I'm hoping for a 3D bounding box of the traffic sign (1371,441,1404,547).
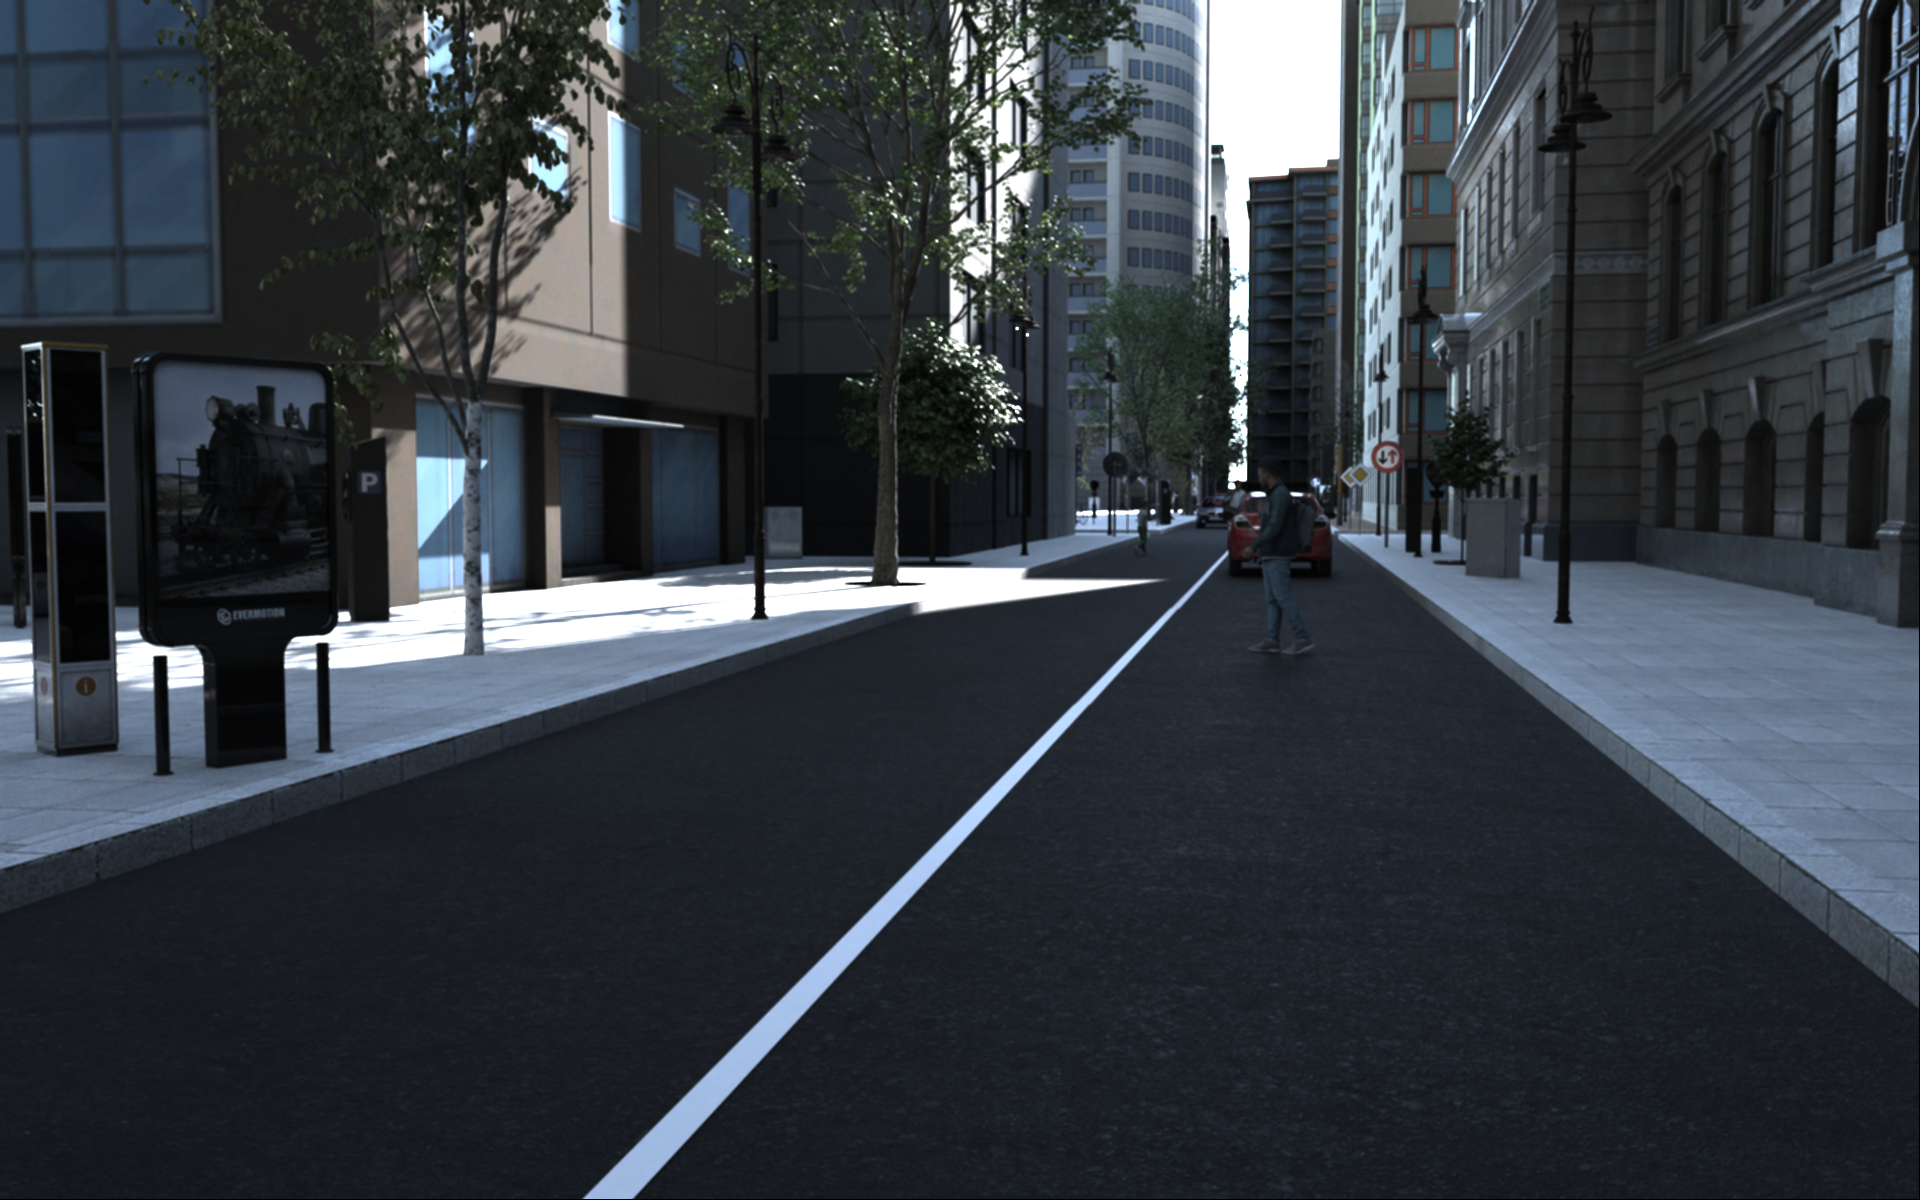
[{"bbox_3d":[10.263,-2.538,41.609,0.768,2.556,0.104,1,4,15],"label":"traffic sign"}]

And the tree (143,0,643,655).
[{"bbox_3d":[-4.074,-3.875,13.722,4.737,8.622,4.395,0,3,0],"label":"tree"}]

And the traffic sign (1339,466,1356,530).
[{"bbox_3d":[13.950,-3.564,61.913,0.795,2.450,0.064,1,4,11],"label":"traffic sign"}]

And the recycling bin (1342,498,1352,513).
[{"bbox_3d":[25.706,-6.305,115.648,0.722,1.027,0.722,0,4,-2],"label":"recycling bin"}]

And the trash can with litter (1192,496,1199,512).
[{"bbox_3d":[16.678,-6.932,124.729,1.055,1.170,0.624,-3,5,-44],"label":"trash can with litter"}]

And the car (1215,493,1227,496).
[{"bbox_3d":[13.865,-4.930,89.641,2.155,1.783,4.494,1,4,11],"label":"car"}]

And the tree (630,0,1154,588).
[{"bbox_3d":[-0.910,-6.003,23.901,9.928,11.665,9.643,0,3,0],"label":"tree"}]

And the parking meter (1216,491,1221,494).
[{"bbox_3d":[19.915,-7.658,133.625,0.372,1.533,0.369,0,3,0],"label":"parking meter"}]

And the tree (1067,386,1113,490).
[{"bbox_3d":[7.706,-10.062,114.882,4.360,8.622,3.978,0,3,0],"label":"tree"}]

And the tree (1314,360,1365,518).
[{"bbox_3d":[21.400,-8.797,94.199,4.360,8.622,3.978,0,3,0],"label":"tree"}]

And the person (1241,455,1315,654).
[{"bbox_3d":[2.866,-0.418,15.679,0.721,1.781,0.623,0,4,-1],"label":"person"}]

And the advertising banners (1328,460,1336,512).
[{"bbox_3d":[19.175,-5.693,89.267,0.090,3.025,2.074,1,4,21],"label":"advertising banners"}]

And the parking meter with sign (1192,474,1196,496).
[{"bbox_3d":[18.551,-8.551,136.077,0.543,3.016,1.738,1,4,14],"label":"parking meter with sign"}]

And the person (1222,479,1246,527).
[{"bbox_3d":[7.455,-2.350,47.030,0.679,1.850,0.850,0,4,2],"label":"person"}]

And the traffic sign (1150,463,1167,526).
[{"bbox_3d":[7.985,-4.271,69.939,0.768,2.556,0.104,1,4,11],"label":"traffic sign"}]

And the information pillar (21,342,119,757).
[{"bbox_3d":[-4.407,-0.250,8.586,0.304,2.012,0.304,3,5,44],"label":"information pillar"}]

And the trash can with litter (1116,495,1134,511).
[{"bbox_3d":[12.008,-7.180,128.458,2.233,1.210,1.678,-1,4,-23],"label":"trash can with litter"}]

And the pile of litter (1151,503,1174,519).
[{"bbox_3d":[10.157,-4.529,88.009,1.176,0.858,1.719,-3,4,-39],"label":"pile of litter"}]

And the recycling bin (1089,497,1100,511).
[{"bbox_3d":[10.266,-7.325,132.315,0.722,1.027,0.722,1,4,19],"label":"recycling bin"}]

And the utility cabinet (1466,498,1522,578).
[{"bbox_3d":[8.265,-0.959,26.844,0.306,1.237,1.020,-1,4,-19],"label":"utility cabinet"}]

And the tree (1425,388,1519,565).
[{"bbox_3d":[9.331,-2.264,31.626,1.663,3.219,1.824,0,3,0],"label":"tree"}]

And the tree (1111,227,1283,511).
[{"bbox_3d":[16.963,-16.505,125.751,12.611,20.169,13.585,0,3,0],"label":"tree"}]

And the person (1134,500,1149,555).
[{"bbox_3d":[4.271,-1.711,40.721,0.306,1.304,0.590,3,5,42],"label":"person"}]

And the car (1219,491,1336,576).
[{"bbox_3d":[5.828,-1.389,31.749,2.155,1.783,4.494,1,4,9],"label":"car"}]

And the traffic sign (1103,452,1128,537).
[{"bbox_3d":[4.653,-3.181,52.123,0.768,2.556,0.104,1,4,20],"label":"traffic sign"}]

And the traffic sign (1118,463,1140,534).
[{"bbox_3d":[5.367,-3.166,55.408,0.795,2.450,0.064,1,4,11],"label":"traffic sign"}]

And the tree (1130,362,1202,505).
[{"bbox_3d":[11.429,-8.835,94.816,4.737,8.622,4.395,0,3,0],"label":"tree"}]

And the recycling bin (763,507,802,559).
[{"bbox_3d":[-3.542,-1.337,34.412,0.722,1.027,0.722,-1,4,-15],"label":"recycling bin"}]

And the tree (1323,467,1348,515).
[{"bbox_3d":[23.502,-6.866,106.861,1.663,3.219,1.824,0,3,0],"label":"tree"}]

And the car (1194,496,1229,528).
[{"bbox_3d":[10.944,-3.721,73.419,1.945,1.354,3.894,1,4,11],"label":"car"}]

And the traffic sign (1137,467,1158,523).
[{"bbox_3d":[6.832,-3.646,63.258,0.795,2.450,0.064,1,4,11],"label":"traffic sign"}]

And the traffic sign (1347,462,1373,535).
[{"bbox_3d":[12.485,-3.084,54.063,0.795,2.450,0.064,1,4,11],"label":"traffic sign"}]

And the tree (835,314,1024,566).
[{"bbox_3d":[-0.424,-2.914,31.366,4.285,4.588,4.351,0,3,0],"label":"tree"}]

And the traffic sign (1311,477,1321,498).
[{"bbox_3d":[27.185,-8.084,132.286,0.768,2.556,0.104,1,4,11],"label":"traffic sign"}]

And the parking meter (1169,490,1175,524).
[{"bbox_3d":[8.817,-4.005,73.893,0.372,1.533,0.369,0,3,0],"label":"parking meter"}]

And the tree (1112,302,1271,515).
[{"bbox_3d":[13.720,-11.418,103.698,9.611,12.733,9.660,0,3,0],"label":"tree"}]
